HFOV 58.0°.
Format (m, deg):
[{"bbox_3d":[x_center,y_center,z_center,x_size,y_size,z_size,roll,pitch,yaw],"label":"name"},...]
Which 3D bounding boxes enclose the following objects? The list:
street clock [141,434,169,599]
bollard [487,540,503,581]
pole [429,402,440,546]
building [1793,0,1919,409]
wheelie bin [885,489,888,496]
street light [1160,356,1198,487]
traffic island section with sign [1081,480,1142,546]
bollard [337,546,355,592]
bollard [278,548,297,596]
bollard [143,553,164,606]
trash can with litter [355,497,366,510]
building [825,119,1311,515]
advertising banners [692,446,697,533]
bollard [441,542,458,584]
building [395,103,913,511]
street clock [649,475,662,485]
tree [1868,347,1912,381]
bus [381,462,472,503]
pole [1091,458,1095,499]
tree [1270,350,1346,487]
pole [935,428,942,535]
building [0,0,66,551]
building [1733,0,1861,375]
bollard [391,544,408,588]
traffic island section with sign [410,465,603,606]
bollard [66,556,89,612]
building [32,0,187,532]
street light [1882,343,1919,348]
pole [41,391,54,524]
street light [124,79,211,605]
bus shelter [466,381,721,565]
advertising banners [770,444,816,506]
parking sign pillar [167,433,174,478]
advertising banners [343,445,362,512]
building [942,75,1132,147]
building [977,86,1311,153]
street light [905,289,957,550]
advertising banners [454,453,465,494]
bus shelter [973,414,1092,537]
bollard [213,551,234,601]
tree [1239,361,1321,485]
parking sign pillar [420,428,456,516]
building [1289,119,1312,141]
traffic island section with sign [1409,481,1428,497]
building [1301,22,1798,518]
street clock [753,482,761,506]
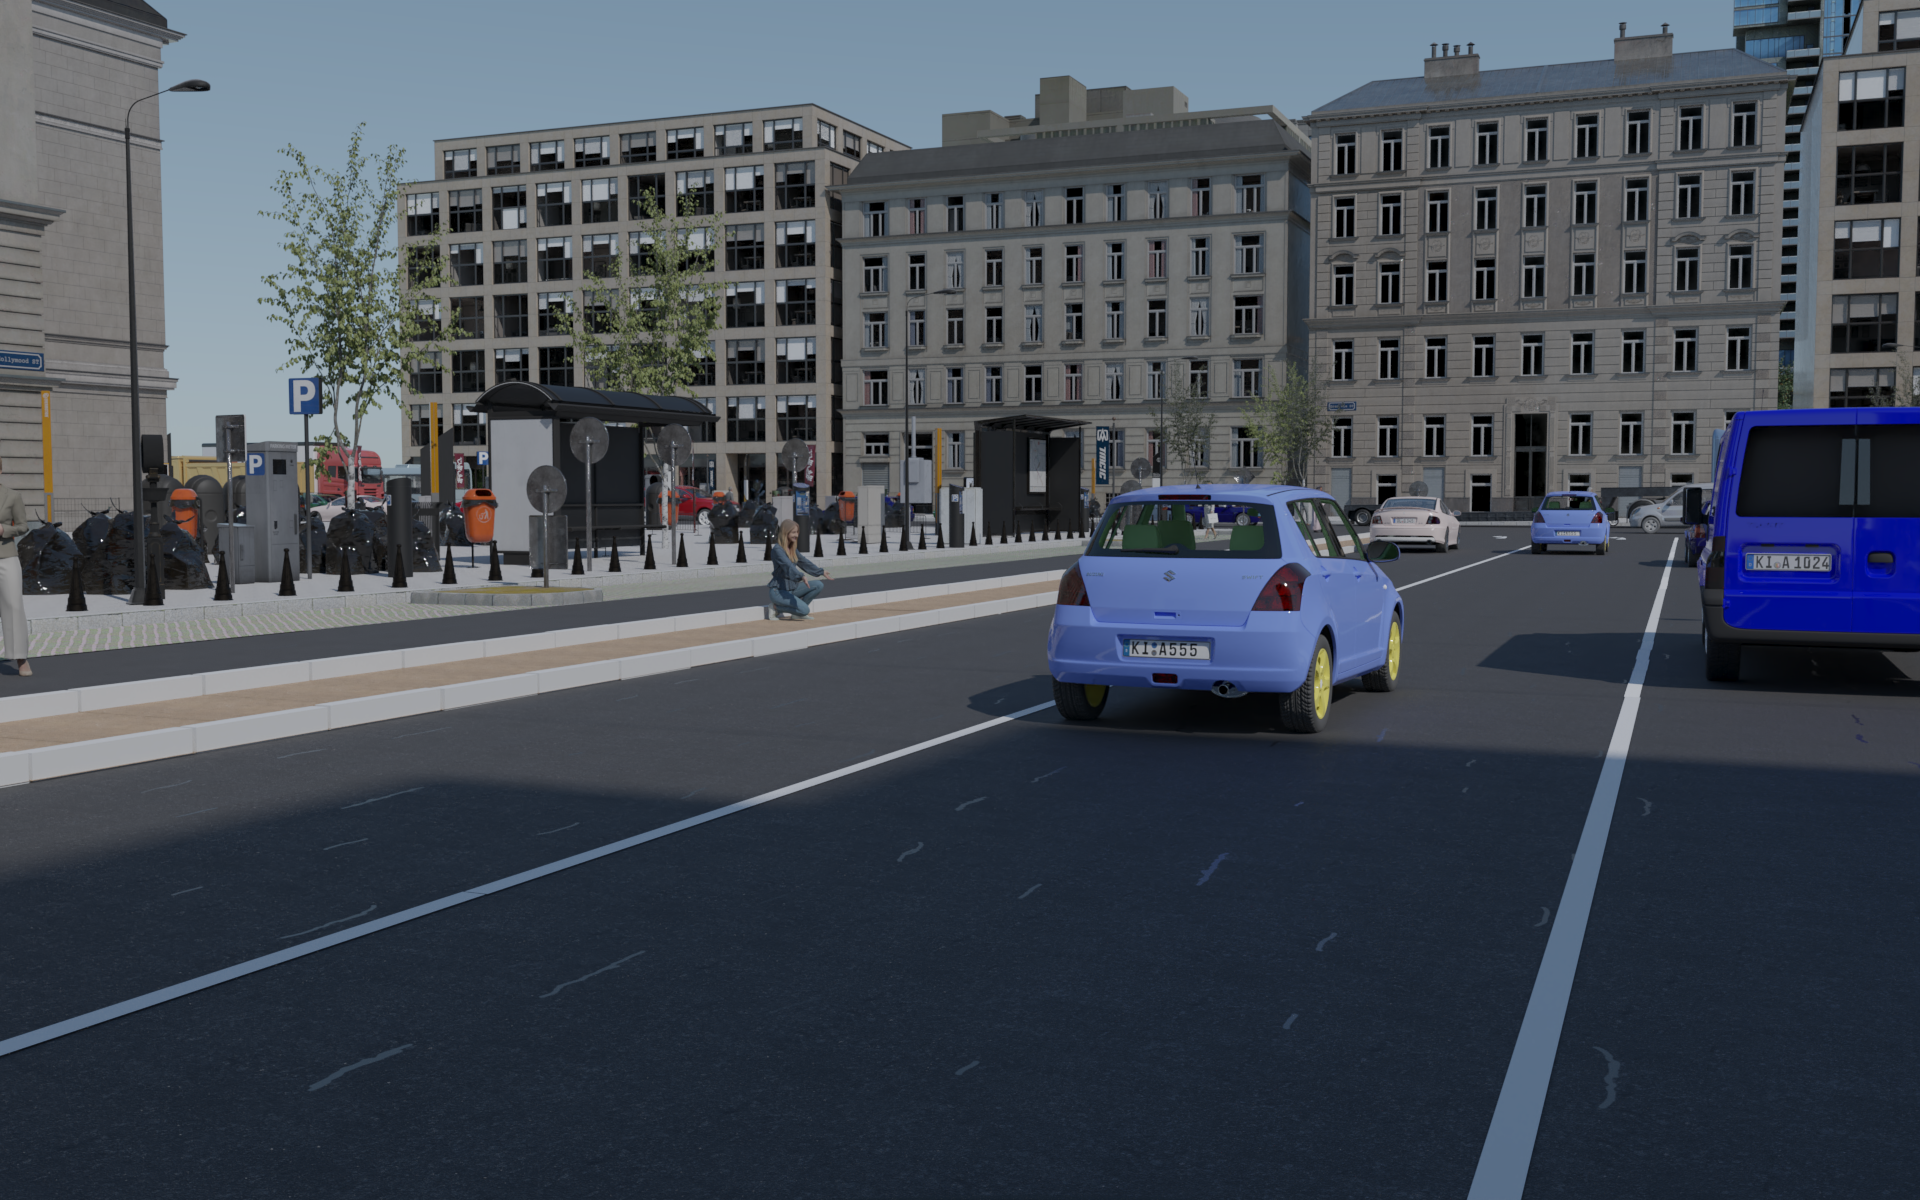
[{"bbox_3d":[-9.807,-1.010,21.076,0.358,2.002,0.471,-2,4,-29],"label":"street clock"},{"bbox_3d":[-6.883,-0.587,25.639,0.229,0.601,0.229,0,3,0],"label":"bollard"},{"bbox_3d":[-11.694,-2.734,38.549,0.158,3.312,0.155,0,3,0],"label":"pole"},{"bbox_3d":[62.825,-17.460,89.979,34.151,26.468,19.350,1,4,23],"label":"building"},{"bbox_3d":[-4.483,-5.577,99.092,0.980,1.594,0.693,1,4,12],"label":"wheelie bin"},{"bbox_3d":[7.340,-5.264,58.600,1.470,5.913,1.316,1,4,23],"label":"street light"},{"bbox_3d":[4.609,-2.397,47.826,1.989,1.847,2.006,1,4,23],"label":"traffic island section with sign"},{"bbox_3d":[-8.085,-0.412,22.785,0.229,0.601,0.229,0,3,0],"label":"bollard"},{"bbox_3d":[-8.484,-0.354,21.832,0.229,0.601,0.229,0,3,0],"label":"bollard"},{"bbox_3d":[-9.288,-0.238,19.933,0.229,0.601,0.229,0,3,0],"label":"bollard"},{"bbox_3d":[-14.040,-1.808,40.618,1.678,1.210,2.233,-2,4,-31],"label":"trash can with litter"},{"bbox_3d":[8.426,-17.015,111.483,30.059,22.955,16.112,1,4,23],"label":"building"},{"bbox_3d":[-8.791,-3.734,57.237,0.090,3.025,2.074,0,4,-7],"label":"advertising banners"},{"bbox_3d":[-7.283,-0.529,24.693,0.229,0.601,0.229,0,3,0],"label":"bollard"},{"bbox_3d":[-20.505,-19.634,125.526,34.151,26.468,19.350,1,4,23],"label":"building"},{"bbox_3d":[-11.511,-3.732,65.581,0.471,2.002,0.358,3,4,37],"label":"street clock"},{"bbox_3d":[46.231,-8.173,83.984,4.360,8.622,3.978,0,3,0],"label":"tree"},{"bbox_3d":[-35.360,-6.629,103.240,13.247,3.499,2.948,1,4,21],"label":"bus"},{"bbox_3d":[7.620,-6.433,99.026,0.158,3.312,0.155,0,3,0],"label":"pole"},{"bbox_3d":[17.827,-8.520,89.663,4.360,8.622,3.978,0,3,0],"label":"tree"},{"bbox_3d":[-0.672,-3.659,53.662,0.158,3.312,0.155,0,3,0],"label":"pole"},{"bbox_3d":[-31.033,-12.501,23.473,14.460,24.649,34.723,1,4,23],"label":"building"},{"bbox_3d":[119.103,-56.703,239.769,31.000,86.520,22.319,1,4,23],"label":"building"},{"bbox_3d":[-7.684,-0.471,23.735,0.229,0.601,0.229,0,3,0],"label":"bollard"},{"bbox_3d":[-5.846,-0.877,22.973,1.989,1.847,2.006,1,4,23],"label":"traffic island section with sign"},{"bbox_3d":[-9.688,-0.180,18.983,0.229,0.601,0.229,0,3,0],"label":"bollard"},{"bbox_3d":[-31.213,-12.667,58.012,40.483,20.767,10.553,1,4,23],"label":"building"},{"bbox_3d":[29.087,-4.940,53.313,1.470,5.913,1.316,1,4,23],"label":"street light"},{"bbox_3d":[-18.066,-2.475,34.306,0.158,3.312,0.155,0,3,0],"label":"pole"},{"bbox_3d":[-9.033,-2.888,19.756,1.470,5.913,1.316,1,4,23],"label":"street light"},{"bbox_3d":[-6.912,-2.419,33.481,2.014,3.302,5.546,1,4,23],"label":"bus shelter"},{"bbox_3d":[-5.930,-3.998,61.549,2.074,3.025,0.090,2,4,33],"label":"advertising banners"},{"bbox_3d":[-35.306,-5.361,76.127,1.447,3.967,1.447,-1,4,-12],"label":"parking sign pillar"},{"bbox_3d":[-21.521,-3.994,61.485,0.090,3.025,2.074,0,4,-2],"label":"advertising banners"},{"bbox_3d":[11.606,-35.640,206.410,21.600,48.544,21.300,1,4,23],"label":"building"},{"bbox_3d":[20.746,-29.205,169.385,32.217,40.220,23.993,1,4,23],"label":"building"},{"bbox_3d":[-0.724,-4.097,39.531,1.470,5.913,1.316,1,4,23],"label":"street light"},{"bbox_3d":[-20.874,-4.785,74.426,0.090,3.025,2.074,3,4,36],"label":"advertising banners"},{"bbox_3d":[2.327,-3.845,54.151,1.731,3.624,6.357,1,4,23],"label":"bus shelter"},{"bbox_3d":[-8.887,-0.296,20.878,0.229,0.601,0.229,0,3,0],"label":"bollard"},{"bbox_3d":[17.676,-8.882,95.591,4.737,8.622,4.395,0,3,0],"label":"tree"},{"bbox_3d":[-21.218,-5.011,70.403,1.447,3.967,1.447,0,4,-3],"label":"parking sign pillar"},{"bbox_3d":[51.931,-44.404,268.007,28.212,58.520,21.231,1,4,23],"label":"building"},{"bbox_3d":[15.673,-3.147,59.594,2.006,1.907,1.989,1,4,23],"label":"traffic island section with sign"},{"bbox_3d":[33.051,-18.414,98.335,25.104,27.353,12.463,1,4,23],"label":"building"},{"bbox_3d":[-12.546,-6.267,107.036,0.471,2.002,0.358,3,5,40],"label":"street clock"}]
